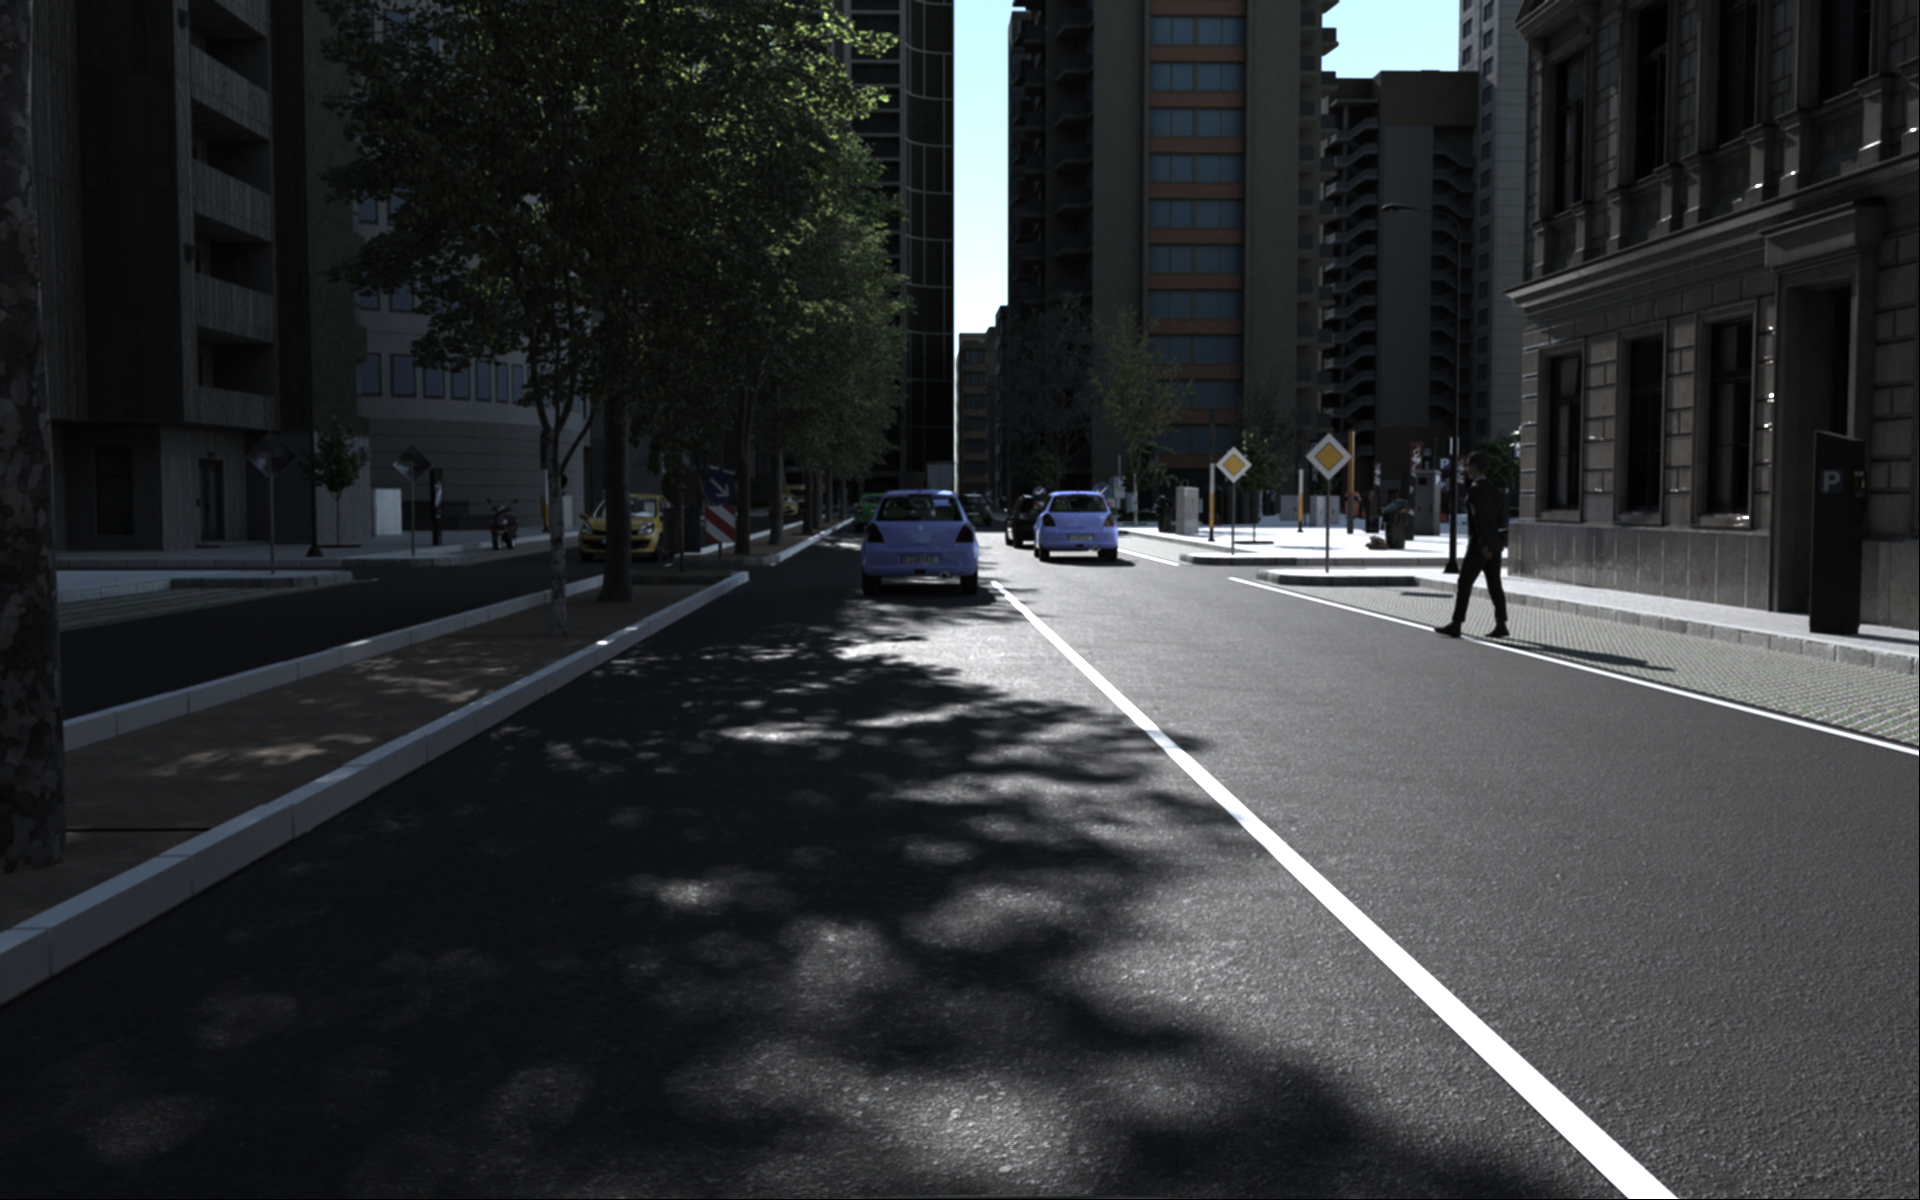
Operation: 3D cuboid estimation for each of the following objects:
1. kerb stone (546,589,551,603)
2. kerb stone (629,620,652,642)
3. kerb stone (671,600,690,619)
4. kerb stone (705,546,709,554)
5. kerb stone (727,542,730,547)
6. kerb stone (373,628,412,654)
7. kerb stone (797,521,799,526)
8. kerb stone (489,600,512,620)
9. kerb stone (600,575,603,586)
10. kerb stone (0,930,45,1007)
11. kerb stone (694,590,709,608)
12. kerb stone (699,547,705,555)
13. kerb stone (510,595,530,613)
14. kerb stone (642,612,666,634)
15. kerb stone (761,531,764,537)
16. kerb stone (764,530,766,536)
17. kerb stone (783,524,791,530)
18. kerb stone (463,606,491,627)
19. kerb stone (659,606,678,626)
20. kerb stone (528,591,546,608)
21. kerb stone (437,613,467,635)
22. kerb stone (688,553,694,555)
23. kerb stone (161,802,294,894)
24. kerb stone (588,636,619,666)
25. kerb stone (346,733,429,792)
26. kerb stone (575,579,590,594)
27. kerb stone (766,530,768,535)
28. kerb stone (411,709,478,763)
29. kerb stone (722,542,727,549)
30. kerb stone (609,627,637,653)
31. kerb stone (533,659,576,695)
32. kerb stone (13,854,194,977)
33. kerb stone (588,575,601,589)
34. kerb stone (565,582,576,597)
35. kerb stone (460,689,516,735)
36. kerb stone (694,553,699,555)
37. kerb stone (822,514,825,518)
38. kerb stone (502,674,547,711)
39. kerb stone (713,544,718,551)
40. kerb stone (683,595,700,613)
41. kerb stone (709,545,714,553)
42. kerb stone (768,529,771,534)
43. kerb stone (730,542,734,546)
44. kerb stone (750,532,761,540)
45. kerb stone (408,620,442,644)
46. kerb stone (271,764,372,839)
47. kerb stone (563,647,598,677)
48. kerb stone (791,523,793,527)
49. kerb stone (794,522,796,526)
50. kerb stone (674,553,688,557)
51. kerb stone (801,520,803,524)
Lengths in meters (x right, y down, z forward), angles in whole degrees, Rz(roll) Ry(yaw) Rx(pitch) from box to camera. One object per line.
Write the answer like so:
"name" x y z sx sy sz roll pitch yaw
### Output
"kerb stone" -5.462 -0.046 22.997 0.120 0.150 1.000 0 4 -2
"kerb stone" -3.168 0.331 16.913 0.120 0.150 1.000 0 4 -2
"kerb stone" -3.272 0.134 20.001 0.120 0.150 1.000 0 4 -2
"kerb stone" -6.102 -1.147 40.942 0.120 0.150 1.000 0 4 -2
"kerb stone" -6.286 -1.455 46.052 0.120 0.150 1.000 0 4 -2
"kerb stone" -5.229 0.390 15.827 0.120 0.150 1.000 0 4 -2
"kerb stone" -7.354 -3.338 76.770 0.120 0.150 1.000 0 4 -2
"kerb stone" -5.360 0.139 19.918 0.120 0.150 1.000 0 4 -2
"kerb stone" -5.617 -0.300 27.101 0.120 0.150 1.000 0 4 -2
"kerb stone" -2.734 1.078 4.613 0.120 0.150 1.000 0 4 -2
"kerb stone" -3.340 0.009 22.047 0.120 0.150 1.000 0 4 -2
"kerb stone" -6.065 -1.084 39.920 0.120 0.150 1.000 0 4 -2
"kerb stone" -5.403 0.076 20.953 0.120 0.150 1.000 0 4 -2
"kerb stone" -3.199 0.260 17.945 0.120 0.150 1.000 0 4 -2
"kerb stone" -6.680 -2.147 57.302 0.120 0.150 1.000 0 4 -2
"kerb stone" -6.713 -2.205 58.330 0.120 0.150 1.000 0 4 -2
"kerb stone" -7.175 -3.024 71.644 0.120 0.150 1.000 0 4 -2
"kerb stone" -5.327 0.202 18.892 0.120 0.150 1.000 0 4 -2
"kerb stone" -3.238 0.200 18.980 0.120 0.150 1.000 0 4 -2
"kerb stone" -5.443 0.014 21.974 0.120 0.150 1.000 0 4 -2
"kerb stone" -5.295 0.265 17.870 0.120 0.150 1.000 0 4 -2
"kerb stone" -5.996 -0.948 37.867 0.120 0.150 1.000 0 4 -2
"kerb stone" -2.806 0.950 6.657 0.120 0.150 1.000 0 4 -2
"kerb stone" -3.085 0.451 14.857 0.120 0.150 1.000 0 4 -2
"kerb stone" -2.881 0.825 8.706 0.120 0.150 1.000 0 4 -2
"kerb stone" -5.547 -0.175 25.056 0.120 0.150 1.000 0 4 -2
"kerb stone" -6.749 -2.273 59.358 0.120 0.150 1.000 0 4 -2
"kerb stone" -2.908 0.763 9.727 0.120 0.150 1.000 0 4 -2
"kerb stone" -6.241 -1.393 45.031 0.120 0.150 1.000 0 4 -2
"kerb stone" -3.127 0.386 15.887 0.120 0.150 1.000 0 4 -2
"kerb stone" -3.014 0.580 12.800 0.120 0.150 1.000 0 4 -2
"kerb stone" -2.768 1.015 5.634 0.120 0.150 1.000 0 4 -2
"kerb stone" -5.585 -0.237 26.077 0.120 0.150 1.000 0 4 -2
"kerb stone" -5.510 -0.110 24.022 0.120 0.150 1.000 0 4 -2
"kerb stone" -2.942 0.700 10.752 0.120 0.150 1.000 0 4 -2
"kerb stone" -6.029 -1.017 38.898 0.120 0.150 1.000 0 4 -2
"kerb stone" -8.500 -5.345 109.582 0.120 0.150 1.000 0 4 -2
"kerb stone" -2.986 0.644 11.778 0.120 0.150 1.000 0 4 -2
"kerb stone" -6.173 -1.272 42.987 0.120 0.150 1.000 0 4 -2
"kerb stone" -3.304 0.072 21.023 0.120 0.150 1.000 0 4 -2
"kerb stone" -6.133 -1.206 41.966 0.120 0.150 1.000 0 4 -2
"kerb stone" -6.781 -2.336 60.388 0.120 0.150 1.000 0 4 -2
"kerb stone" -6.308 -1.517 47.080 0.120 0.150 1.000 0 4 -2
"kerb stone" -6.637 -2.077 56.276 0.120 0.150 1.000 0 4 -2
"kerb stone" -5.258 0.328 16.849 0.120 0.150 1.000 0 4 -2
"kerb stone" -2.836 0.892 7.685 0.120 0.150 1.000 0 4 -2
"kerb stone" -3.056 0.518 13.828 0.120 0.150 1.000 0 4 -2
"kerb stone" -7.212 -3.087 72.665 0.120 0.150 1.000 0 4 -2
"kerb stone" -7.286 -3.212 74.709 0.120 0.150 1.000 0 4 -2
"kerb stone" -5.964 -0.895 36.834 0.120 0.150 1.000 0 4 -2
"kerb stone" -7.459 -3.526 79.838 0.120 0.150 1.000 0 4 -2
